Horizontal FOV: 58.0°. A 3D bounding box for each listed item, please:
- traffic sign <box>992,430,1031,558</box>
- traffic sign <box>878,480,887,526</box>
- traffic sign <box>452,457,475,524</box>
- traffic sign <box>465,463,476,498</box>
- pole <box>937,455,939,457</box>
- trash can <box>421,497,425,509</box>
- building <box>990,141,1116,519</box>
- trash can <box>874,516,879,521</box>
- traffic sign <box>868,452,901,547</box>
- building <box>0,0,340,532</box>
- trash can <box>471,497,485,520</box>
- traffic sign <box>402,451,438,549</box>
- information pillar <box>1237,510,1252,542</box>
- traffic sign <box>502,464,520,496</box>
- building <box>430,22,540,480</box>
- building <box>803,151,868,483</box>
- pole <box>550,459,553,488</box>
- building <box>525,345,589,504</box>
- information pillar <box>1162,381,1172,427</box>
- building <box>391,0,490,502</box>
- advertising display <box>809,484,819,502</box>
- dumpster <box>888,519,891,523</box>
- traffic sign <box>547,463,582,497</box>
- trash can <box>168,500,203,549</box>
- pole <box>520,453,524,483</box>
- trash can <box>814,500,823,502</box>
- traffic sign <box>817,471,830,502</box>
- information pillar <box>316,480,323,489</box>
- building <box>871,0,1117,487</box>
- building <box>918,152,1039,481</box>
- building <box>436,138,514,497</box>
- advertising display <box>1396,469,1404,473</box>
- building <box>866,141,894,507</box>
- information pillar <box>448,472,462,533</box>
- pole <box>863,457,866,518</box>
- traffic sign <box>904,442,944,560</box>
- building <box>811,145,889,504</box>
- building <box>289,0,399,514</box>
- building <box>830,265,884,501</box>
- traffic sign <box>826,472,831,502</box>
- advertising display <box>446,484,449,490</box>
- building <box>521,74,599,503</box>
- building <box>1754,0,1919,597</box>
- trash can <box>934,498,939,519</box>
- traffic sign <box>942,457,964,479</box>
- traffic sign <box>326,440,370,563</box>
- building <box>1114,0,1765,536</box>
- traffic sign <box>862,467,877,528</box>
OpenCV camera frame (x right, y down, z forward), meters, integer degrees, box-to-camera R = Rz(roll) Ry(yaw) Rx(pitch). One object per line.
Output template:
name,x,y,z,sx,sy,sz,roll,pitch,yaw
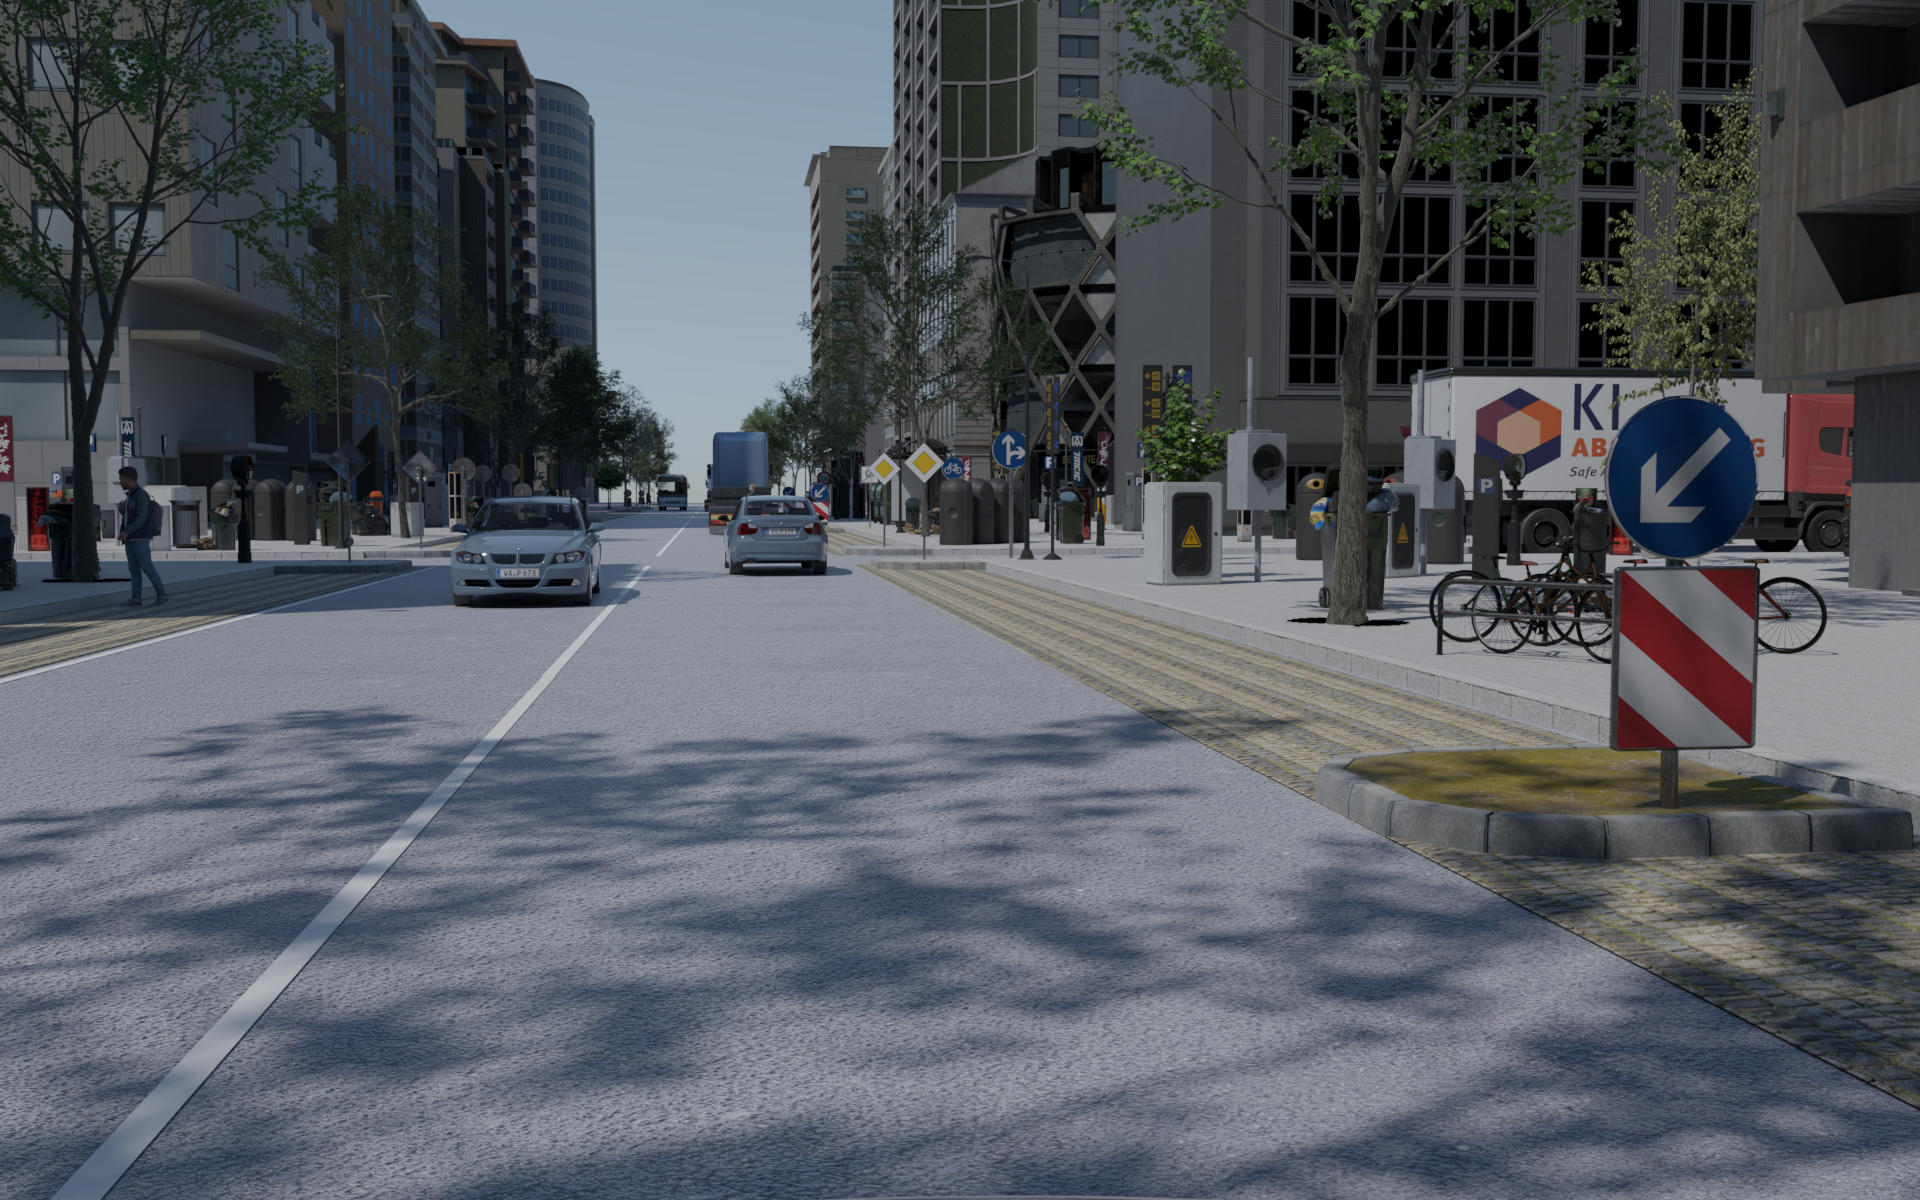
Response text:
traffic sign,1.025,-2.112,34.644,0.768,2.556,0.104,0,4,-3
traffic sign,-2.964,-4.226,69.093,0.884,2.594,0.081,0,4,-1
traffic sign,-17.281,-3.681,60.298,0.768,2.556,0.104,0,4,-3
traffic sign,-18.111,-3.872,63.421,0.768,2.556,0.104,0,4,2
pole,-1.006,-5.284,80.241,0.158,3.312,0.155,0,3,0
trash can,-29.056,-5.015,93.657,0.748,1.137,0.748,0,3,0
building,9.831,-13.733,91.987,16.820,18.784,16.811,0,4,-8
trash can,-3.778,-4.314,82.192,0.748,1.137,0.748,0,3,0
traffic sign,-1.824,-2.326,41.669,0.795,2.450,0.064,0,4,-8
building,-41.234,-29.331,68.807,28.713,52.752,27.495,0,4,-8
trash can,-20.928,-3.874,74.989,0.748,1.137,0.748,0,3,0
traffic sign,-12.514,-2.234,40.175,0.795,2.450,0.064,0,4,-8
information pillar,7.633,-2.564,46.416,0.304,2.012,0.304,-1,4,-17
traffic sign,-19.016,-4.480,73.353,0.768,2.556,0.104,0,4,-4
building,-51.987,-31.136,163.697,22.147,44.769,28.867,0,4,-8
building,-8.512,-41.189,262.681,28.713,52.752,27.495,0,4,-8
pole,-23.404,-6.453,99.343,0.158,3.312,0.155,0,3,0
building,-61.564,-22.712,216.381,27.650,21.520,28.899,0,4,-8
information pillar,4.064,-2.555,33.124,0.183,3.616,0.504,-3,4,-36
building,-50.446,-26.328,122.343,32.217,40.220,23.993,0,4,-8
advertising display,-9.232,-6.520,111.818,0.974,1.923,0.123,-1,4,-13
dumpster,-2.825,-4.570,77.219,1.502,2.255,1.985,0,4,-8
traffic sign,-25.891,-7.305,113.316,2.265,3.308,0.079,0,4,-3
trash can,-18.251,-1.785,40.837,0.748,1.137,0.748,0,3,0
pole,-21.747,-5.635,85.982,0.158,3.312,0.155,0,3,0
trash can,-8.077,-5.384,99.676,0.748,1.137,0.748,0,3,0
traffic sign,-7.507,-5.845,95.669,0.768,2.556,0.104,0,4,0
information pillar,-34.211,-5.387,92.573,0.304,2.012,0.304,0,4,-4
building,3.216,-43.547,150.249,20.563,71.187,20.611,0,4,-8
building,3.036,-15.905,109.203,9.793,20.994,18.267,0,4,-8
building,-44.921,-22.717,143.122,14.160,30.474,14.107,0,4,-8
advertising display,11.717,-2.483,45.810,0.123,1.923,0.974,2,4,31
building,5.144,-29.542,174.885,32.217,40.220,23.993,0,4,-8
information pillar,-16.855,-3.264,57.853,0.304,2.012,0.304,2,4,29
pole,-5.225,-6.133,94.115,0.158,3.312,0.155,0,3,0
traffic sign,-0.700,-1.842,33.763,0.795,2.450,0.064,0,4,-8
building,-9.146,-37.570,237.972,21.300,48.544,21.600,0,4,-8
building,-40.534,-27.407,98.215,14.600,45.320,14.200,0,4,-8
building,-9.633,-27.425,220.098,14.160,30.474,14.107,0,4,-8
traffic sign,-7.748,-6.149,100.634,0.768,2.556,0.104,0,4,-6
advertising display,-32.891,-6.503,111.532,0.123,1.923,0.974,2,4,24
building,-62.743,-42.928,243.873,21.231,58.520,28.212,0,4,-8
building,17.863,-15.227,20.665,14.160,30.474,14.107,0,4,-8
trash can,-0.531,-2.915,59.319,0.748,1.137,0.748,0,3,0
traffic sign,-0.240,-3.668,60.078,0.768,2.556,0.104,0,4,1
traffic sign,-11.390,-1.751,32.270,0.795,2.450,0.064,0,4,-8
building,18.533,-16.230,58.872,24.014,27.812,14.314,0,4,-8
traffic sign,-3.370,-3.831,64.772,0.606,2.300,0.079,0,4,-1
